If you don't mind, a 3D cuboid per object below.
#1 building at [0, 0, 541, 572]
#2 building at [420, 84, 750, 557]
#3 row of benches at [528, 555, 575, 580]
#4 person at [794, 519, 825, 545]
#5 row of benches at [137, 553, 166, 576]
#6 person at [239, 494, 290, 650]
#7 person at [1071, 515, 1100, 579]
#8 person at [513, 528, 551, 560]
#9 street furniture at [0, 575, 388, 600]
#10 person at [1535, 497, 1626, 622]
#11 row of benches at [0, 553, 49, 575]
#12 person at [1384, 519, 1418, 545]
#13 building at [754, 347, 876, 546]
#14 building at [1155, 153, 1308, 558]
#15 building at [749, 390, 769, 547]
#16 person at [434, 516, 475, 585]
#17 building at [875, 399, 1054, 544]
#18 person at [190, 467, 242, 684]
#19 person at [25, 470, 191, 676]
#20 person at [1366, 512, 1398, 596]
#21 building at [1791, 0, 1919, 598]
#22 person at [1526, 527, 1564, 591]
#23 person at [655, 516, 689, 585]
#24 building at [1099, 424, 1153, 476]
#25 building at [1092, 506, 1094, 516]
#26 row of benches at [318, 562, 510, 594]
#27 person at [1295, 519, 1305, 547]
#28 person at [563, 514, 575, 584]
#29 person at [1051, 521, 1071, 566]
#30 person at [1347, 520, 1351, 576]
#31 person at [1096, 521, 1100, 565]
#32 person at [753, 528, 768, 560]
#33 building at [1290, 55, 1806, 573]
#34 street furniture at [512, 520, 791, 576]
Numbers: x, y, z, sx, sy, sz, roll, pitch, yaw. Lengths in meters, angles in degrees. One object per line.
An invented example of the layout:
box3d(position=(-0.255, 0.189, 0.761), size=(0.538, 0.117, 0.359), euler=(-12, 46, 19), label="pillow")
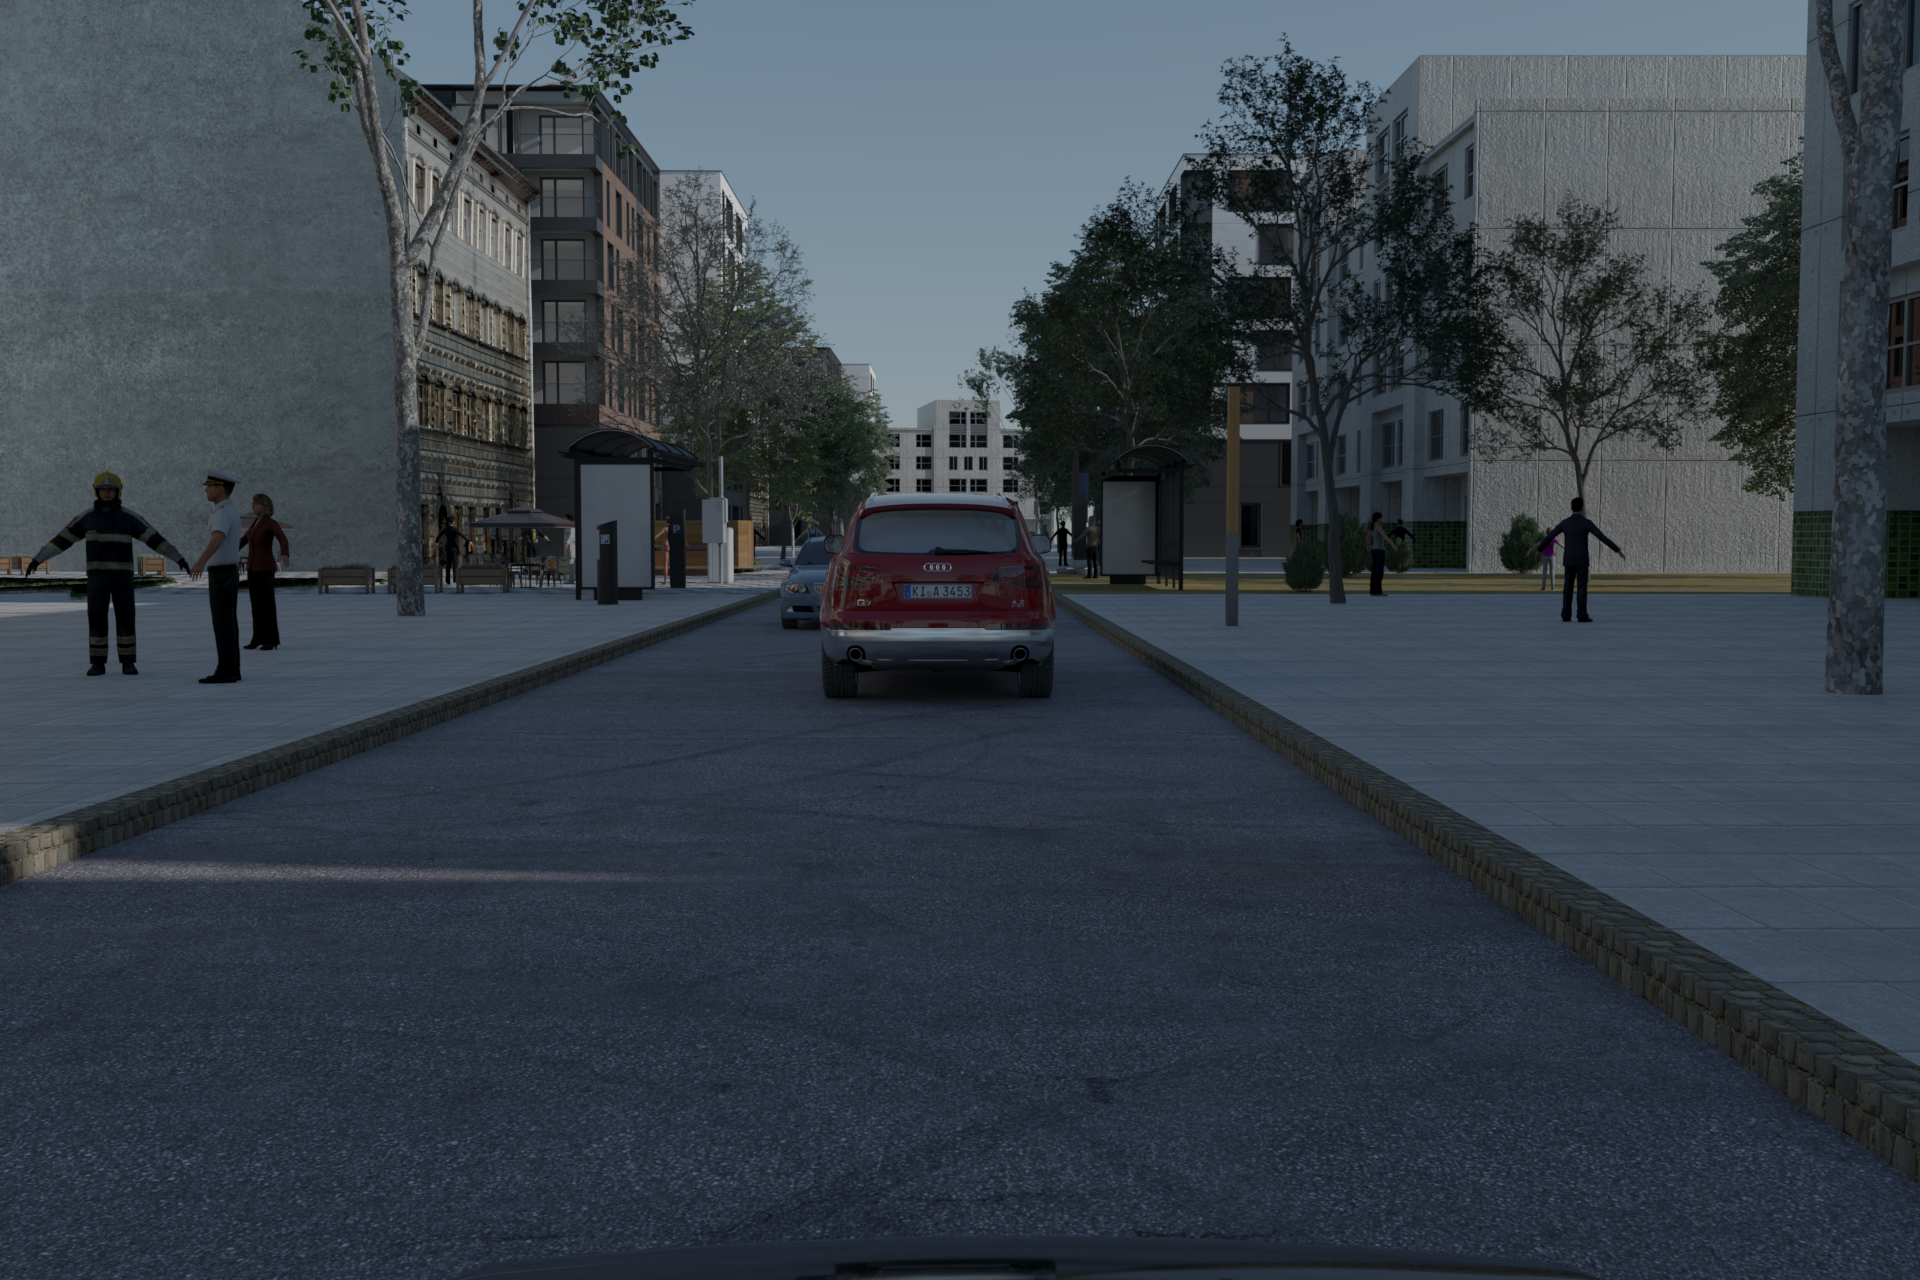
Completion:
box3d(position=(-28.036, -14.454, 67.258), size=(19.493, 23.208, 18.063), euler=(0, 4, -1), label="building")
box3d(position=(-27.292, -15.370, 95.280), size=(27.936, 21.610, 32.646), euler=(0, 4, -1), label="building")
box3d(position=(-10.835, -2.026, 48.588), size=(4.104, 0.672, 1.422), euler=(3, 5, 45), label="row of benches")
box3d(position=(-5.376, -3.503, 63.135), size=(1.347, 1.847, 0.705), euler=(-1, 4, -10), label="person")
box3d(position=(-25.132, -2.346, 53.822), size=(1.422, 0.672, 4.104), euler=(-2, 4, -27), label="row of benches")
box3d(position=(-7.782, -0.755, 19.146), size=(1.215, 1.729, 0.721), euler=(2, 4, 35), label="person")
box3d(position=(3.765, -2.662, 49.659), size=(1.348, 1.813, 0.705), euler=(-2, 4, -34), label="person")
box3d(position=(-15.624, -3.518, 63.295), size=(1.354, 1.856, 0.705), euler=(-2, 4, -25), label="person")
box3d(position=(-29.097, -2.224, 41.388), size=(27.439, 1.986, 14.083), euler=(1, 4, 9), label="street furniture")
box3d(position=(9.005, -1.176, 25.270), size=(1.345, 1.823, 0.704), euler=(3, 5, 42), label="person")
box3d(position=(-30.136, -2.337, 53.668), size=(1.422, 0.672, 4.104), euler=(1, 4, 18), label="row of benches")
box3d(position=(16.038, -3.502, 63.194), size=(1.347, 1.837, 0.705), euler=(0, 4, 2), label="person")
box3d(position=(-24.701, -22.113, 205.520), size=(27.936, 21.610, 32.646), euler=(0, 3, 0), label="building")
box3d(position=(25.933, -16.245, 109.575), size=(27.936, 21.610, 32.646), euler=(0, 3, 0), label="building")
box3d(position=(-29.809, -21.087, 175.699), size=(19.493, 23.208, 18.063), euler=(0, 4, 0), label="building")
box3d(position=(-12.848, -2.277, 43.952), size=(1.216, 1.740, 0.721), euler=(1, 4, 20), label="person")
box3d(position=(-4.537, -22.337, 234.129), size=(31.486, 18.905, 16.747), euler=(-1, 4, -10), label="building")
box3d(position=(-6.409, -0.563, 14.996), size=(0.704, 1.855, 1.343), euler=(-1, 4, -13), label="person")
box3d(position=(-7.731, -0.611, 15.755), size=(1.351, 1.858, 0.704), euler=(-1, 4, -23), label="person")
box3d(position=(8.722, -1.778, 35.875), size=(0.721, 1.737, 1.217), euler=(-1, 4, -15), label="person")
box3d(position=(25.746, -9.384, 19.889), size=(16.747, 18.905, 31.486), euler=(0, 3, 0), label="building")
box3d(position=(13.390, -1.844, 39.411), size=(0.991, 1.433, 0.599), euler=(1, 4, 13), label="person")
box3d(position=(-7.429, -2.275, 44.005), size=(1.217, 1.733, 0.721), euler=(-2, 4, -34), label="person")
box3d(position=(24.296, -21.172, 177.090), size=(19.493, 23.208, 18.063), euler=(0, 3, 0), label="building")
box3d(position=(21.069, -15.956, 203.032), size=(9.099, 9.664, 28.070), euler=(0, 4, 0), label="building")
box3d(position=(-11.742, -1.355, 37.621), size=(4.104, 0.672, 1.422), euler=(0, 4, -7), label="row of benches")
box3d(position=(12.272, -3.442, 62.427), size=(0.704, 1.843, 1.345), euler=(1, 4, 15), label="person")
box3d(position=(-10.070, -2.349, 44.591), size=(0.705, 1.806, 1.347), euler=(-1, 4, -12), label="person")
box3d(position=(4.137, -3.853, 69.182), size=(1.347, 1.806, 0.705), euler=(2, 4, 32), label="person")
box3d(position=(11.968, -2.897, 53.643), size=(0.705, 1.796, 1.348), euler=(0, 4, 6), label="person")
box3d(position=(5.730, -3.990, 71.212), size=(0.705, 1.833, 1.349), euler=(0, 4, 4), label="person")
box3d(position=(-8.290, -3.825, 68.756), size=(1.346, 1.802, 0.704), euler=(-2, 4, -28), label="person")
box3d(position=(25.323, -12.617, 72.742), size=(16.747, 18.905, 31.486), euler=(0, 3, 0), label="building")
box3d(position=(-10.457, -3.110, 57.700), size=(11.010, 1.723, 9.812), euler=(0, 4, 8), label="street furniture")
